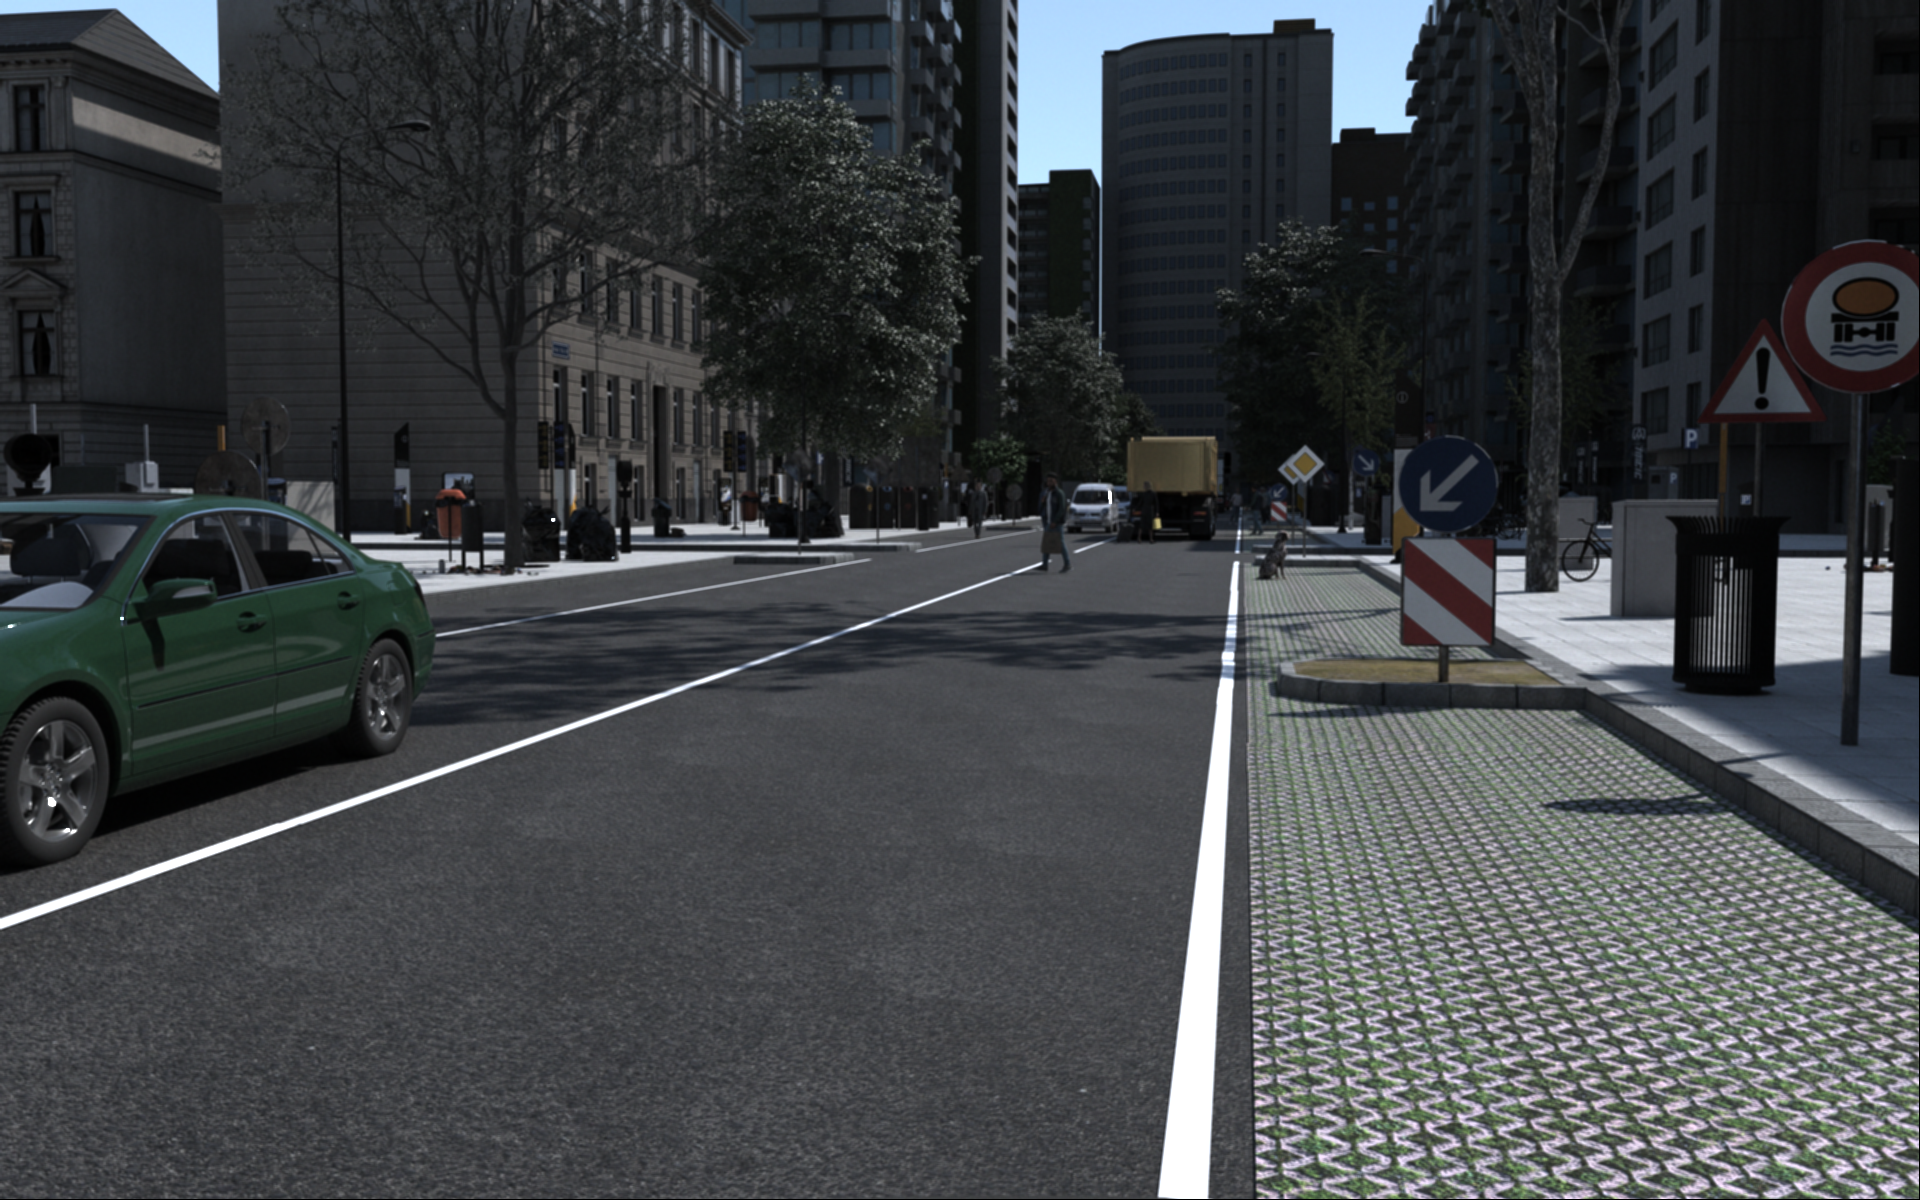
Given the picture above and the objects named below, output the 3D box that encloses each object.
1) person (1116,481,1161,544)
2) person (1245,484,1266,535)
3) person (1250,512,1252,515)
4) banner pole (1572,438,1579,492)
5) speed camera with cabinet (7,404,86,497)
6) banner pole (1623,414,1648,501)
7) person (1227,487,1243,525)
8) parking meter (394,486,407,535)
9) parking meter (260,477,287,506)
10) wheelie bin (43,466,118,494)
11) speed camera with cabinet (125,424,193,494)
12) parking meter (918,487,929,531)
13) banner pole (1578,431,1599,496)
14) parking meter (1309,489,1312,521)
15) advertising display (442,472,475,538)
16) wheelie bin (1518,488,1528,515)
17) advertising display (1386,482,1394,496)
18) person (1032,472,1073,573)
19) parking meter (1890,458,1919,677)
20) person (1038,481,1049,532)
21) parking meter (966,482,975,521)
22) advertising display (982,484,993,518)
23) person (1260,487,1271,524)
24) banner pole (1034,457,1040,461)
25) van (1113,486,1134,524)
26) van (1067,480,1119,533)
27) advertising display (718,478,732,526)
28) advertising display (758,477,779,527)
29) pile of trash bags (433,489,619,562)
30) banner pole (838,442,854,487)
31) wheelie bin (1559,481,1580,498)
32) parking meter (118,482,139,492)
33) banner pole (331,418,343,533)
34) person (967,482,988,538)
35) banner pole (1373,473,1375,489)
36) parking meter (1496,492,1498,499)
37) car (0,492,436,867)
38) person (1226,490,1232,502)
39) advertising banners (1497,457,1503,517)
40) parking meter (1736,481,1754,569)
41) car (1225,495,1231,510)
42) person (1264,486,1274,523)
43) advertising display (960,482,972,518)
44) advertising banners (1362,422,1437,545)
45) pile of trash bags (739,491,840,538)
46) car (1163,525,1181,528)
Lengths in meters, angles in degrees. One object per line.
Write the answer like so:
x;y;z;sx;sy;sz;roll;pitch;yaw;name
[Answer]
5.247;-2.555;50.489;0.699;1.804;1.509;-2;4;-28;person
10.357;-3.169;60.664;0.721;1.781;0.623;1;4;12;person
19.348;-6.185;113.873;0.306;1.304;0.590;-3;5;-42;person
27.598;-5.345;77.407;0.863;3.779;0.401;-1;4;-17;banner pole
-20.245;-2.717;38.752;0.660;3.252;2.038;1;4;21;speed camera with cabinet
21.127;-3.937;54.382;0.863;3.779;0.401;1;4;19;banner pole
12.588;-4.310;79.635;0.731;1.740;0.598;-2;4;-24;person
-17.668;-2.829;54.671;0.372;1.533;0.369;0;3;0;parking meter
-10.198;-1.061;25.753;0.372;1.533;0.369;0;3;0;parking meter
-9.817;-0.704;19.413;0.980;1.594;0.693;-1;4;-18;wheelie bin
-23.077;-3.402;49.959;0.660;3.252;2.038;1;4;18;speed camera with cabinet
-1.273;-3.194;60.631;0.372;1.533;0.369;0;3;0;parking meter
25.132;-4.822;68.857;0.401;3.779;0.863;-1;4;-13;banner pole
16.733;-4.505;82.073;0.372;1.533;0.369;0;3;0;parking meter
-14.747;-2.798;50.953;0.974;1.923;0.123;-3;5;-41;advertising display
29.617;-5.071;90.813;0.693;1.594;0.980;1;4;20;wheelie bin
23.936;-5.524;95.527;0.974;1.923;0.123;-2;4;-25;advertising display
1.704;-1.396;31.311;0.713;1.824;0.794;-1;4;-11;person
6.827;-0.237;12.279;0.372;1.533;0.369;0;3;0;parking meter
2.437;-2.374;47.497;0.721;1.800;0.419;-2;4;-35;person
0.492;-4.640;81.571;0.399;1.863;0.255;0;3;0;parking meter
1.452;-5.346;92.628;0.974;1.923;0.123;3;4;37;advertising display
14.484;-4.529;83.031;0.515;1.767;0.782;-3;5;-43;person
4.714;-7.131;106.608;0.401;3.779;0.863;2;4;32;banner pole
7.573;-4.677;83.484;2.013;2.044;4.112;1;4;8;van
4.969;-3.519;64.540;2.013;2.044;4.112;1;4;10;van
-9.495;-3.959;69.943;0.123;1.923;0.974;1;4;20;advertising display
-7.436;-3.796;67.279;0.123;1.923;0.974;3;5;42;advertising display
-8.302;-1.435;33.210;3.447;1.369;1.912;-1;4;-11;pile of trash bags
-4.863;-5.080;73.070;0.863;3.779;0.401;0;4;-2;banner pole
14.323;-2.052;41.452;0.980;1.594;0.693;1;4;22;wheelie bin
-17.242;-1.684;35.939;0.372;1.533;0.369;0;3;0;parking meter
-20.352;-4.074;56.627;0.401;3.779;0.863;0;4;3;banner pole
0.555;-2.896;55.953;0.694;1.812;0.767;1;4;22;person
25.304;-7.088;105.909;0.401;3.779;0.863;0;4;5;banner pole
25.166;-4.641;81.589;0.255;1.863;0.399;1;4;11;parking meter
-4.202;0.217;8.257;2.131;1.459;4.920;0;4;7;car
27.656;-10.404;178.591;1.348;1.826;0.705;-1;4;-18;person
25.516;-5.254;82.091;0.090;3.025;2.074;0;4;8;advertising banners
13.501;-1.303;29.707;0.372;1.533;0.369;0;3;0;parking meter
22.841;-8.788;152.729;2.155;1.783;4.494;0;4;7;car
15.055;-4.656;84.647;0.620;1.820;0.660;-2;4;-34;person
0.505;-5.396;93.443;0.974;1.923;0.123;0;4;-1;advertising display
10.925;-2.869;43.088;0.090;3.025;2.074;-3;5;-43;advertising banners
-5.193;-2.553;51.488;3.447;1.369;1.912;2;4;33;pile of trash bags
8.051;-3.254;65.572;2.083;1.381;4.827;0;4;7;car
